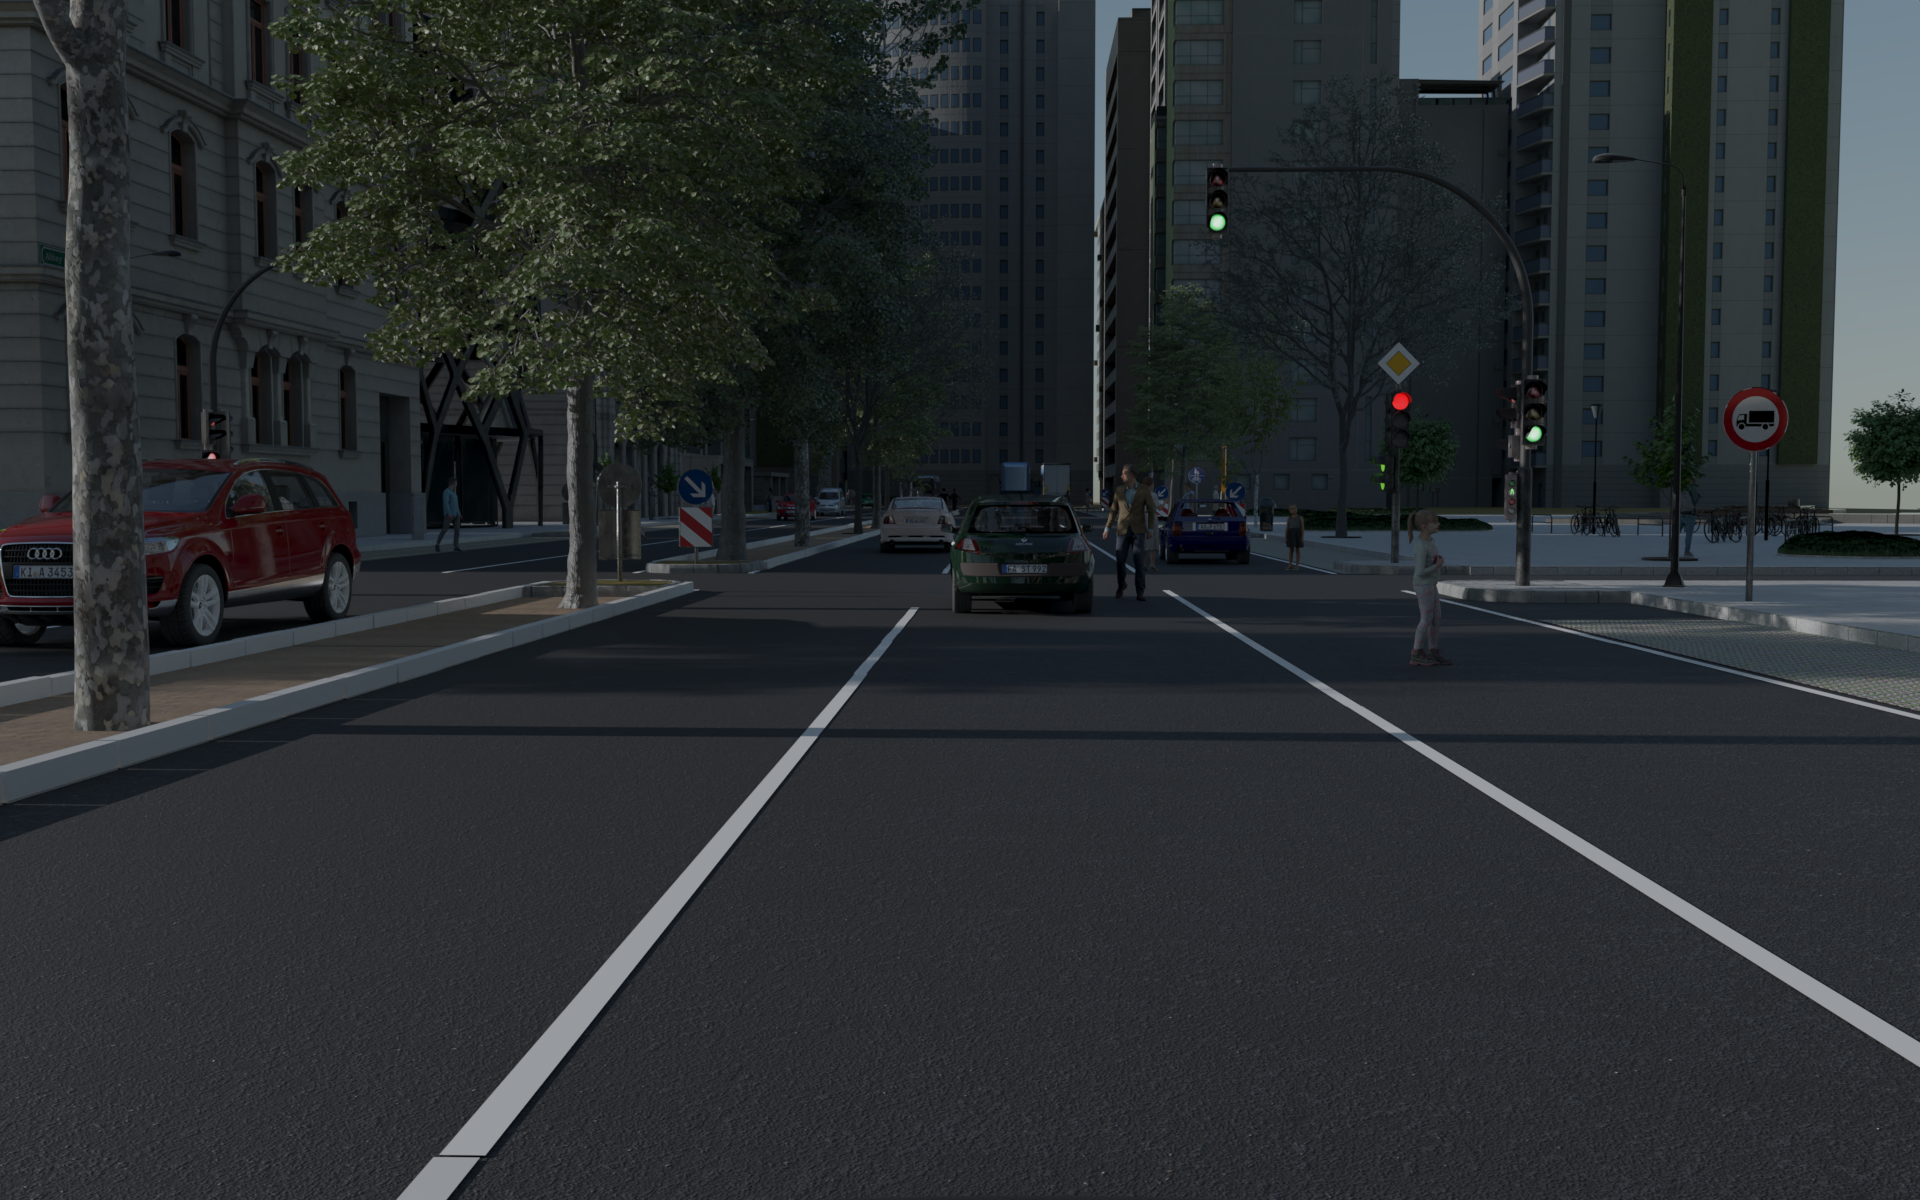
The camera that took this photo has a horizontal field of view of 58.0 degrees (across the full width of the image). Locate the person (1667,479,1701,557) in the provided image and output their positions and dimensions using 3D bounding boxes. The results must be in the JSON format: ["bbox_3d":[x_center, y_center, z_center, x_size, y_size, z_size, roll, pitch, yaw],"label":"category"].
[{"bbox_3d":[14.805,-1.768,35.299,0.721,1.781,0.623,-3,4,-37],"label":"person"}]

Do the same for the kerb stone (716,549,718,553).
[{"bbox_3d":[-5.647,-1.080,39.848,0.120,0.150,1.000,0,4,2],"label":"kerb stone"}]

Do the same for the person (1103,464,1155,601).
[{"bbox_3d":[2.294,-0.926,23.544,0.656,1.842,0.836,-1,4,-12],"label":"person"}]

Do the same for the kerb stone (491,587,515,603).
[{"bbox_3d":[-6.141,-0.045,22.953,0.120,0.150,1.000,0,4,2],"label":"kerb stone"}]

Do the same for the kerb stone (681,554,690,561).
[{"bbox_3d":[-5.771,-0.830,35.758,0.120,0.150,1.000,0,4,2],"label":"kerb stone"}]

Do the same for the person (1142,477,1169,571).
[{"bbox_3d":[3.577,-1.416,32.229,0.480,1.755,0.524,3,4,36],"label":"person"}]

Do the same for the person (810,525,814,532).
[{"bbox_3d":[-5.608,-3.071,62.975,0.640,1.303,0.475,0,4,-5],"label":"person"}]

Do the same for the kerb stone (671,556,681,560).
[{"bbox_3d":[-5.791,-0.766,34.717,0.120,0.150,1.000,0,4,2],"label":"kerb stone"}]

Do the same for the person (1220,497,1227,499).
[{"bbox_3d":[15.988,-6.011,104.517,0.583,1.804,0.606,0,4,6],"label":"person"}]

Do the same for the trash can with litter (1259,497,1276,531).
[{"bbox_3d":[10.649,-2.960,59.776,0.624,1.170,1.055,0,4,5],"label":"trash can with litter"}]

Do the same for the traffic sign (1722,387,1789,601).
[{"bbox_3d":[9.456,-1.258,20.682,0.768,2.556,0.104,0,4,3],"label":"traffic sign"}]

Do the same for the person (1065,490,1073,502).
[{"bbox_3d":[9.079,-8.272,144.474,0.721,1.735,1.217,-2,4,-26],"label":"person"}]

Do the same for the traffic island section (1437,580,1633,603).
[{"bbox_3d":[7.886,-0.120,24.249,2.009,0.180,2.903,0,4,2],"label":"traffic island section"}]

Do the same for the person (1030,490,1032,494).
[{"bbox_3d":[6.533,-9.411,162.312,0.705,1.831,1.348,3,5,41],"label":"person"}]

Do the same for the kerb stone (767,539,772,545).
[{"bbox_3d":[-5.412,-1.579,48.053,0.120,0.150,1.000,0,4,2],"label":"kerb stone"}]

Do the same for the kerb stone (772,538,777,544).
[{"bbox_3d":[-5.380,-1.644,49.074,0.120,0.150,1.000,0,4,2],"label":"kerb stone"}]

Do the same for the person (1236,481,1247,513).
[{"bbox_3d":[11.493,-3.998,71.601,0.728,1.800,0.709,3,5,42],"label":"person"}]

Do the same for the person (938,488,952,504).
[{"bbox_3d":[-1.124,-6.874,120.516,1.348,1.869,0.705,0,4,-4],"label":"person"}]

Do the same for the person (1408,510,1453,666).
[{"bbox_3d":[3.945,-0.106,14.517,0.394,1.301,0.425,1,4,12],"label":"person"}]

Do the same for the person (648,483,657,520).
[{"bbox_3d":[-15.252,-4.903,86.012,0.447,1.846,0.655,0,3,0],"label":"person"}]

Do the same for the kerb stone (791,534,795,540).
[{"bbox_3d":[-5.264,-1.889,53.166,0.120,0.150,1.000,0,4,2],"label":"kerb stone"}]

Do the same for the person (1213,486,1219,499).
[{"bbox_3d":[14.650,-5.691,99.581,0.515,1.767,0.782,1,4,13],"label":"person"}]

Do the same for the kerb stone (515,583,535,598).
[{"bbox_3d":[-6.112,-0.109,23.974,0.120,0.150,1.000,0,4,2],"label":"kerb stone"}]

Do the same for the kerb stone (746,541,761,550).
[{"bbox_3d":[-5.472,-1.456,45.997,0.120,0.150,1.000,0,4,2],"label":"kerb stone"}]

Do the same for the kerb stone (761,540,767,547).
[{"bbox_3d":[-5.441,-1.518,47.019,0.120,0.150,1.000,0,4,2],"label":"kerb stone"}]

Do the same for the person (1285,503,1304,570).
[{"bbox_3d":[6.335,-1.200,32.794,0.362,1.253,0.373,2,4,29],"label":"person"}]

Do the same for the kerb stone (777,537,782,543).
[{"bbox_3d":[-5.346,-1.707,50.100,0.120,0.150,1.000,0,4,2],"label":"kerb stone"}]

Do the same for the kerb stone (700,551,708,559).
[{"bbox_3d":[-5.704,-0.952,37.802,0.120,0.150,1.000,0,4,2],"label":"kerb stone"}]

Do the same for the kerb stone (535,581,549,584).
[{"bbox_3d":[-6.078,-0.171,24.996,0.120,0.150,1.000,0,4,2],"label":"kerb stone"}]

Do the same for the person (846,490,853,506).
[{"bbox_3d":[-11.671,-10.811,183.742,0.756,1.711,0.436,0,4,-1],"label":"person"}]

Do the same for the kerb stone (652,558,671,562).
[{"bbox_3d":[-5.824,-0.699,33.678,0.120,0.150,1.000,0,4,2],"label":"kerb stone"}]

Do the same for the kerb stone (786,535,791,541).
[{"bbox_3d":[-5.292,-1.832,52.144,0.120,0.150,1.000,0,4,2],"label":"kerb stone"}]

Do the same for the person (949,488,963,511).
[{"bbox_3d":[-0.335,-6.637,117.043,0.705,1.821,1.348,-3,5,-44],"label":"person"}]

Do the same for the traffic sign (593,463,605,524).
[{"bbox_3d":[-14.716,-4.276,70.023,0.768,2.556,0.104,0,4,7],"label":"traffic sign"}]

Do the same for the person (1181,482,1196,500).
[{"bbox_3d":[7.267,-2.839,55.004,0.778,1.811,0.616,0,4,-4],"label":"person"}]

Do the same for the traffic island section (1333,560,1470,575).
[{"bbox_3d":[8.117,-0.609,32.231,2.009,0.180,2.903,0,4,2],"label":"traffic island section"}]

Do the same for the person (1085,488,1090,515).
[{"bbox_3d":[8.658,-6.639,117.051,0.705,1.824,1.348,0,4,5],"label":"person"}]

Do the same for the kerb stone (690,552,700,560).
[{"bbox_3d":[-5.736,-0.892,36.780,0.120,0.150,1.000,0,4,2],"label":"kerb stone"}]

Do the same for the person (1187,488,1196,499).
[{"bbox_3d":[14.647,-6.328,110.185,0.721,1.739,1.217,3,5,43],"label":"person"}]

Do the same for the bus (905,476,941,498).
[{"bbox_3d":[-3.484,-10.590,168.003,2.948,3.499,13.247,0,4,2],"label":"bus"}]

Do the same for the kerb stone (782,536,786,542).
[{"bbox_3d":[-5.322,-1.769,51.122,0.120,0.150,1.000,0,4,2],"label":"kerb stone"}]

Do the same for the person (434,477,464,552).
[{"bbox_3d":[-12.572,-2.099,42.673,0.748,1.841,0.638,1,4,22],"label":"person"}]

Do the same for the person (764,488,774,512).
[{"bbox_3d":[-13.586,-7.130,123.339,0.721,1.735,1.217,2,4,24],"label":"person"}]

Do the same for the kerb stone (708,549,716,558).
[{"bbox_3d":[-5.681,-1.014,38.826,0.120,0.150,1.000,0,4,2],"label":"kerb stone"}]

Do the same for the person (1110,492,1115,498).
[{"bbox_3d":[14.001,-9.070,154.305,1.348,1.831,0.705,1,4,20],"label":"person"}]

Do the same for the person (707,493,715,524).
[{"bbox_3d":[-11.971,-4.553,82.813,0.514,1.842,0.818,2,4,30],"label":"person"}]
